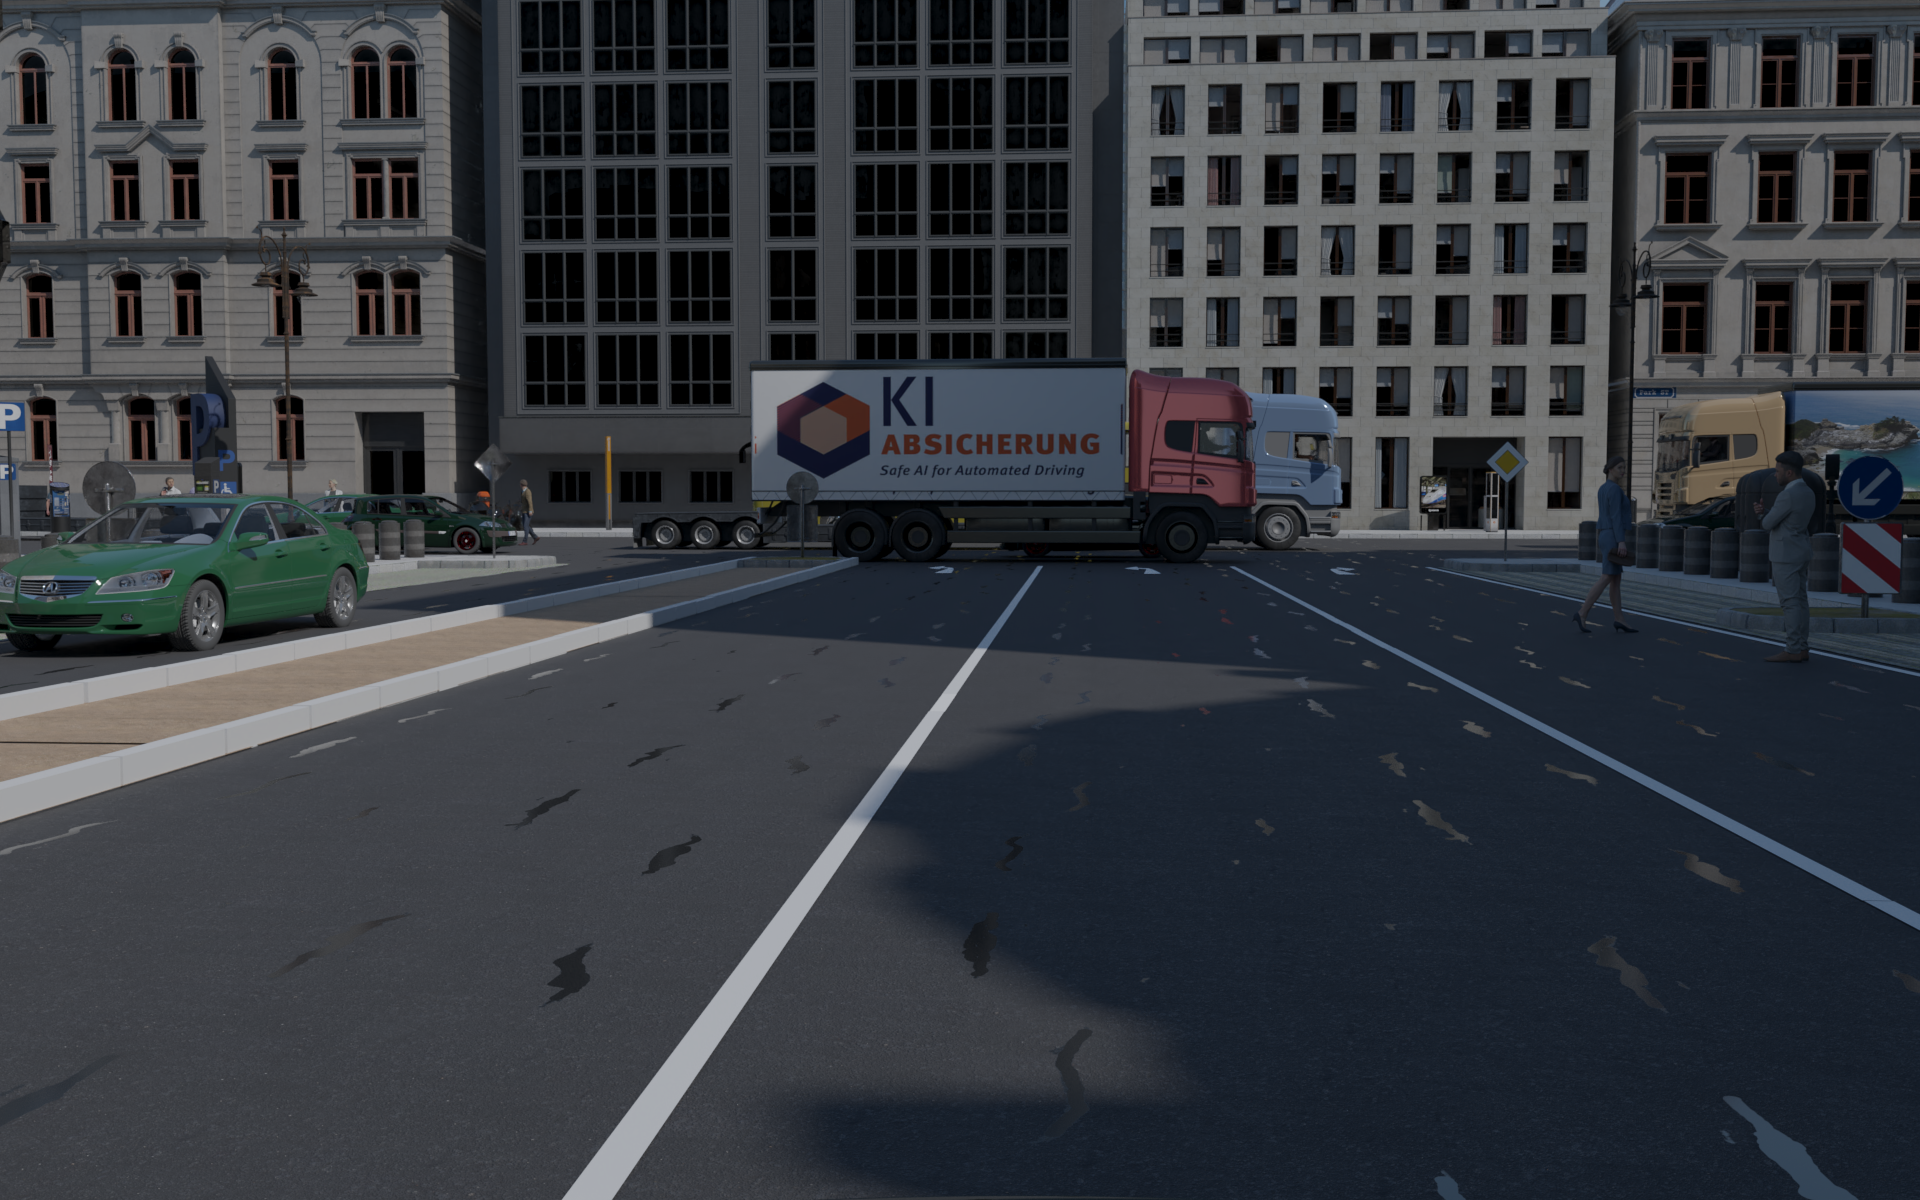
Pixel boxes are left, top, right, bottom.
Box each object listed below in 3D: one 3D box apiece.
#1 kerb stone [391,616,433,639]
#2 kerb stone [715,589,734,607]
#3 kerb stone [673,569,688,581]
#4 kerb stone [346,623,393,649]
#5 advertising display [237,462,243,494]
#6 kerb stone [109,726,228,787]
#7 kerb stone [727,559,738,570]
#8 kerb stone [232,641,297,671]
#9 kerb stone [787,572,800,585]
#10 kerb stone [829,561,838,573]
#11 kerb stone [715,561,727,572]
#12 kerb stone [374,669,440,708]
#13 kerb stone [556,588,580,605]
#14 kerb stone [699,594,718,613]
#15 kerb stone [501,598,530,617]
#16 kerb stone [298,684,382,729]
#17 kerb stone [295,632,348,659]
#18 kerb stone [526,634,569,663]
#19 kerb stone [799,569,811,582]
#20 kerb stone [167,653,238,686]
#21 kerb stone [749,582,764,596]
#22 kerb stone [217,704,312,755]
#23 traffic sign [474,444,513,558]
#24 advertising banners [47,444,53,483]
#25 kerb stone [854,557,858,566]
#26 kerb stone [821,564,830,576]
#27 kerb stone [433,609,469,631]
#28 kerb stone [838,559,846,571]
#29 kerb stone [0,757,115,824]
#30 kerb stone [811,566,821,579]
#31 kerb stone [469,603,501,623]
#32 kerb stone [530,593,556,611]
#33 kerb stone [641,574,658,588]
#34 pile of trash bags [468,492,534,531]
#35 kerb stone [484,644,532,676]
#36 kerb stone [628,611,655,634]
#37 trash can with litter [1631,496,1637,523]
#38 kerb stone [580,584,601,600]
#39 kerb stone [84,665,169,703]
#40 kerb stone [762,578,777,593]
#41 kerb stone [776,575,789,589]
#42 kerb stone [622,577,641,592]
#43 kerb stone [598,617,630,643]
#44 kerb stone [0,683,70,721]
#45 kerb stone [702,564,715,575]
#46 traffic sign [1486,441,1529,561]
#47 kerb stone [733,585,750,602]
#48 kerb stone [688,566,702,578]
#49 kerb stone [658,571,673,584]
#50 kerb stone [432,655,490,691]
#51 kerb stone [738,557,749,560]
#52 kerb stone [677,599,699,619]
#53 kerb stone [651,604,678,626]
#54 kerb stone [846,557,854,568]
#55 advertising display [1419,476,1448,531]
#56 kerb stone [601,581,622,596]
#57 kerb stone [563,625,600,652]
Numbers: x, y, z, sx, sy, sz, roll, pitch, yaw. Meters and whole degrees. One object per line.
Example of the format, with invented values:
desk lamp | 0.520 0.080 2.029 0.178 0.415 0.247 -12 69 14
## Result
kerb stone | -5.580 0.291 17.434 0.120 0.150 1.000 0 4 4
kerb stone | -3.100 -0.006 22.295 0.120 0.150 1.000 0 4 4
kerb stone | -4.721 -0.396 28.697 0.120 0.150 1.000 0 4 4
kerb stone | -5.658 0.354 16.412 0.120 0.150 1.000 0 4 4
advertising display | -14.934 -1.843 35.351 0.974 1.923 0.123 3 5 39
kerb stone | -4.116 0.809 8.974 0.120 0.150 1.000 0 4 4
kerb stone | -4.407 -0.649 32.814 0.120 0.150 1.000 0 4 4
kerb stone | -5.811 0.479 14.364 0.120 0.150 1.000 0 4 4
kerb stone | -2.717 -0.318 27.439 0.120 0.150 1.000 0 4 4
kerb stone | -2.397 -0.571 31.543 0.120 0.150 1.000 0 4 4
kerb stone | -4.487 -0.582 31.781 0.120 0.150 1.000 0 4 4
kerb stone | -3.885 0.620 12.055 0.120 0.150 1.000 0 4 4
kerb stone | -5.188 -0.022 22.553 0.120 0.150 1.000 0 4 4
kerb stone | -3.174 0.064 21.273 0.120 0.150 1.000 0 4 4
kerb stone | -5.346 0.110 20.507 0.120 0.150 1.000 0 4 4
kerb stone | -3.963 0.684 11.033 0.120 0.150 1.000 0 4 4
kerb stone | -5.739 0.416 15.390 0.120 0.150 1.000 0 4 4
kerb stone | -3.646 0.434 15.120 0.120 0.150 1.000 0 4 4
kerb stone | -2.631 -0.383 28.460 0.120 0.150 1.000 0 4 4
kerb stone | -5.889 0.547 13.340 0.120 0.150 1.000 0 4 4
kerb stone | -2.954 -0.132 24.358 0.120 0.150 1.000 0 4 4
kerb stone | -4.044 0.750 10.011 0.120 0.150 1.000 0 4 4
traffic sign | -9.288 -1.887 34.487 0.795 2.450 0.064 0 4 4
advertising banners | -32.352 -4.030 62.071 0.090 3.025 2.074 -1 4 -12
kerb stone | -2.156 -0.759 34.610 0.120 0.150 1.000 0 4 4
kerb stone | -2.477 -0.509 30.510 0.120 0.150 1.000 0 4 4
kerb stone | -5.498 0.229 18.456 0.120 0.150 1.000 0 4 4
kerb stone | -2.322 -0.632 32.567 0.120 0.150 1.000 0 4 4
kerb stone | -4.192 0.871 7.952 0.120 0.150 1.000 0 4 4
kerb stone | -2.551 -0.443 29.484 0.120 0.150 1.000 0 4 4
kerb stone | -5.427 0.166 19.482 0.120 0.150 1.000 0 4 4
kerb stone | -5.272 0.043 21.531 0.120 0.150 1.000 0 4 4
kerb stone | -4.868 -0.272 26.645 0.120 0.150 1.000 0 4 4
pile of trash bags | -16.309 -3.115 60.684 1.912 1.369 3.447 -2 4 -32
kerb stone | -3.725 0.496 14.098 0.120 0.150 1.000 0 4 4
kerb stone | -3.411 0.248 18.191 0.120 0.150 1.000 0 4 4
trash can with litter | 22.102 -2.853 57.710 1.678 1.210 2.233 -2 4 -25
kerb stone | -5.119 -0.083 23.578 0.120 0.150 1.000 0 4 4
kerb stone | -5.967 0.604 12.314 0.120 0.150 1.000 0 4 4
kerb stone | -2.872 -0.188 25.386 0.120 0.150 1.000 0 4 4
kerb stone | -2.795 -0.255 26.409 0.120 0.150 1.000 0 4 4
kerb stone | -4.951 -0.210 25.624 0.120 0.150 1.000 0 4 4
kerb stone | -3.494 0.309 17.170 0.120 0.150 1.000 0 4 4
kerb stone | -6.053 0.668 11.277 0.120 0.150 1.000 0 4 4
kerb stone | -4.560 -0.521 30.747 0.120 0.150 1.000 0 4 4
traffic sign | 10.398 -1.794 32.970 0.795 2.450 0.064 0 4 4
kerb stone | -3.017 -0.069 23.322 0.120 0.150 1.000 0 4 4
kerb stone | -4.644 -0.459 29.725 0.120 0.150 1.000 0 4 4
kerb stone | -4.805 -0.331 27.671 0.120 0.150 1.000 0 4 4
kerb stone | -3.801 0.560 13.076 0.120 0.150 1.000 0 4 4
kerb stone | -4.336 -0.712 33.837 0.120 0.150 1.000 0 4 4
kerb stone | -3.255 0.120 20.247 0.120 0.150 1.000 0 4 4
kerb stone | -3.334 0.182 19.220 0.120 0.150 1.000 0 4 4
kerb stone | -2.241 -0.697 33.589 0.120 0.150 1.000 0 4 4
advertising display | 16.552 -3.386 60.577 0.974 1.923 0.123 0 4 -7
kerb stone | -5.037 -0.147 24.600 0.120 0.150 1.000 0 4 4
kerb stone | -3.578 0.370 16.148 0.120 0.150 1.000 0 4 4
